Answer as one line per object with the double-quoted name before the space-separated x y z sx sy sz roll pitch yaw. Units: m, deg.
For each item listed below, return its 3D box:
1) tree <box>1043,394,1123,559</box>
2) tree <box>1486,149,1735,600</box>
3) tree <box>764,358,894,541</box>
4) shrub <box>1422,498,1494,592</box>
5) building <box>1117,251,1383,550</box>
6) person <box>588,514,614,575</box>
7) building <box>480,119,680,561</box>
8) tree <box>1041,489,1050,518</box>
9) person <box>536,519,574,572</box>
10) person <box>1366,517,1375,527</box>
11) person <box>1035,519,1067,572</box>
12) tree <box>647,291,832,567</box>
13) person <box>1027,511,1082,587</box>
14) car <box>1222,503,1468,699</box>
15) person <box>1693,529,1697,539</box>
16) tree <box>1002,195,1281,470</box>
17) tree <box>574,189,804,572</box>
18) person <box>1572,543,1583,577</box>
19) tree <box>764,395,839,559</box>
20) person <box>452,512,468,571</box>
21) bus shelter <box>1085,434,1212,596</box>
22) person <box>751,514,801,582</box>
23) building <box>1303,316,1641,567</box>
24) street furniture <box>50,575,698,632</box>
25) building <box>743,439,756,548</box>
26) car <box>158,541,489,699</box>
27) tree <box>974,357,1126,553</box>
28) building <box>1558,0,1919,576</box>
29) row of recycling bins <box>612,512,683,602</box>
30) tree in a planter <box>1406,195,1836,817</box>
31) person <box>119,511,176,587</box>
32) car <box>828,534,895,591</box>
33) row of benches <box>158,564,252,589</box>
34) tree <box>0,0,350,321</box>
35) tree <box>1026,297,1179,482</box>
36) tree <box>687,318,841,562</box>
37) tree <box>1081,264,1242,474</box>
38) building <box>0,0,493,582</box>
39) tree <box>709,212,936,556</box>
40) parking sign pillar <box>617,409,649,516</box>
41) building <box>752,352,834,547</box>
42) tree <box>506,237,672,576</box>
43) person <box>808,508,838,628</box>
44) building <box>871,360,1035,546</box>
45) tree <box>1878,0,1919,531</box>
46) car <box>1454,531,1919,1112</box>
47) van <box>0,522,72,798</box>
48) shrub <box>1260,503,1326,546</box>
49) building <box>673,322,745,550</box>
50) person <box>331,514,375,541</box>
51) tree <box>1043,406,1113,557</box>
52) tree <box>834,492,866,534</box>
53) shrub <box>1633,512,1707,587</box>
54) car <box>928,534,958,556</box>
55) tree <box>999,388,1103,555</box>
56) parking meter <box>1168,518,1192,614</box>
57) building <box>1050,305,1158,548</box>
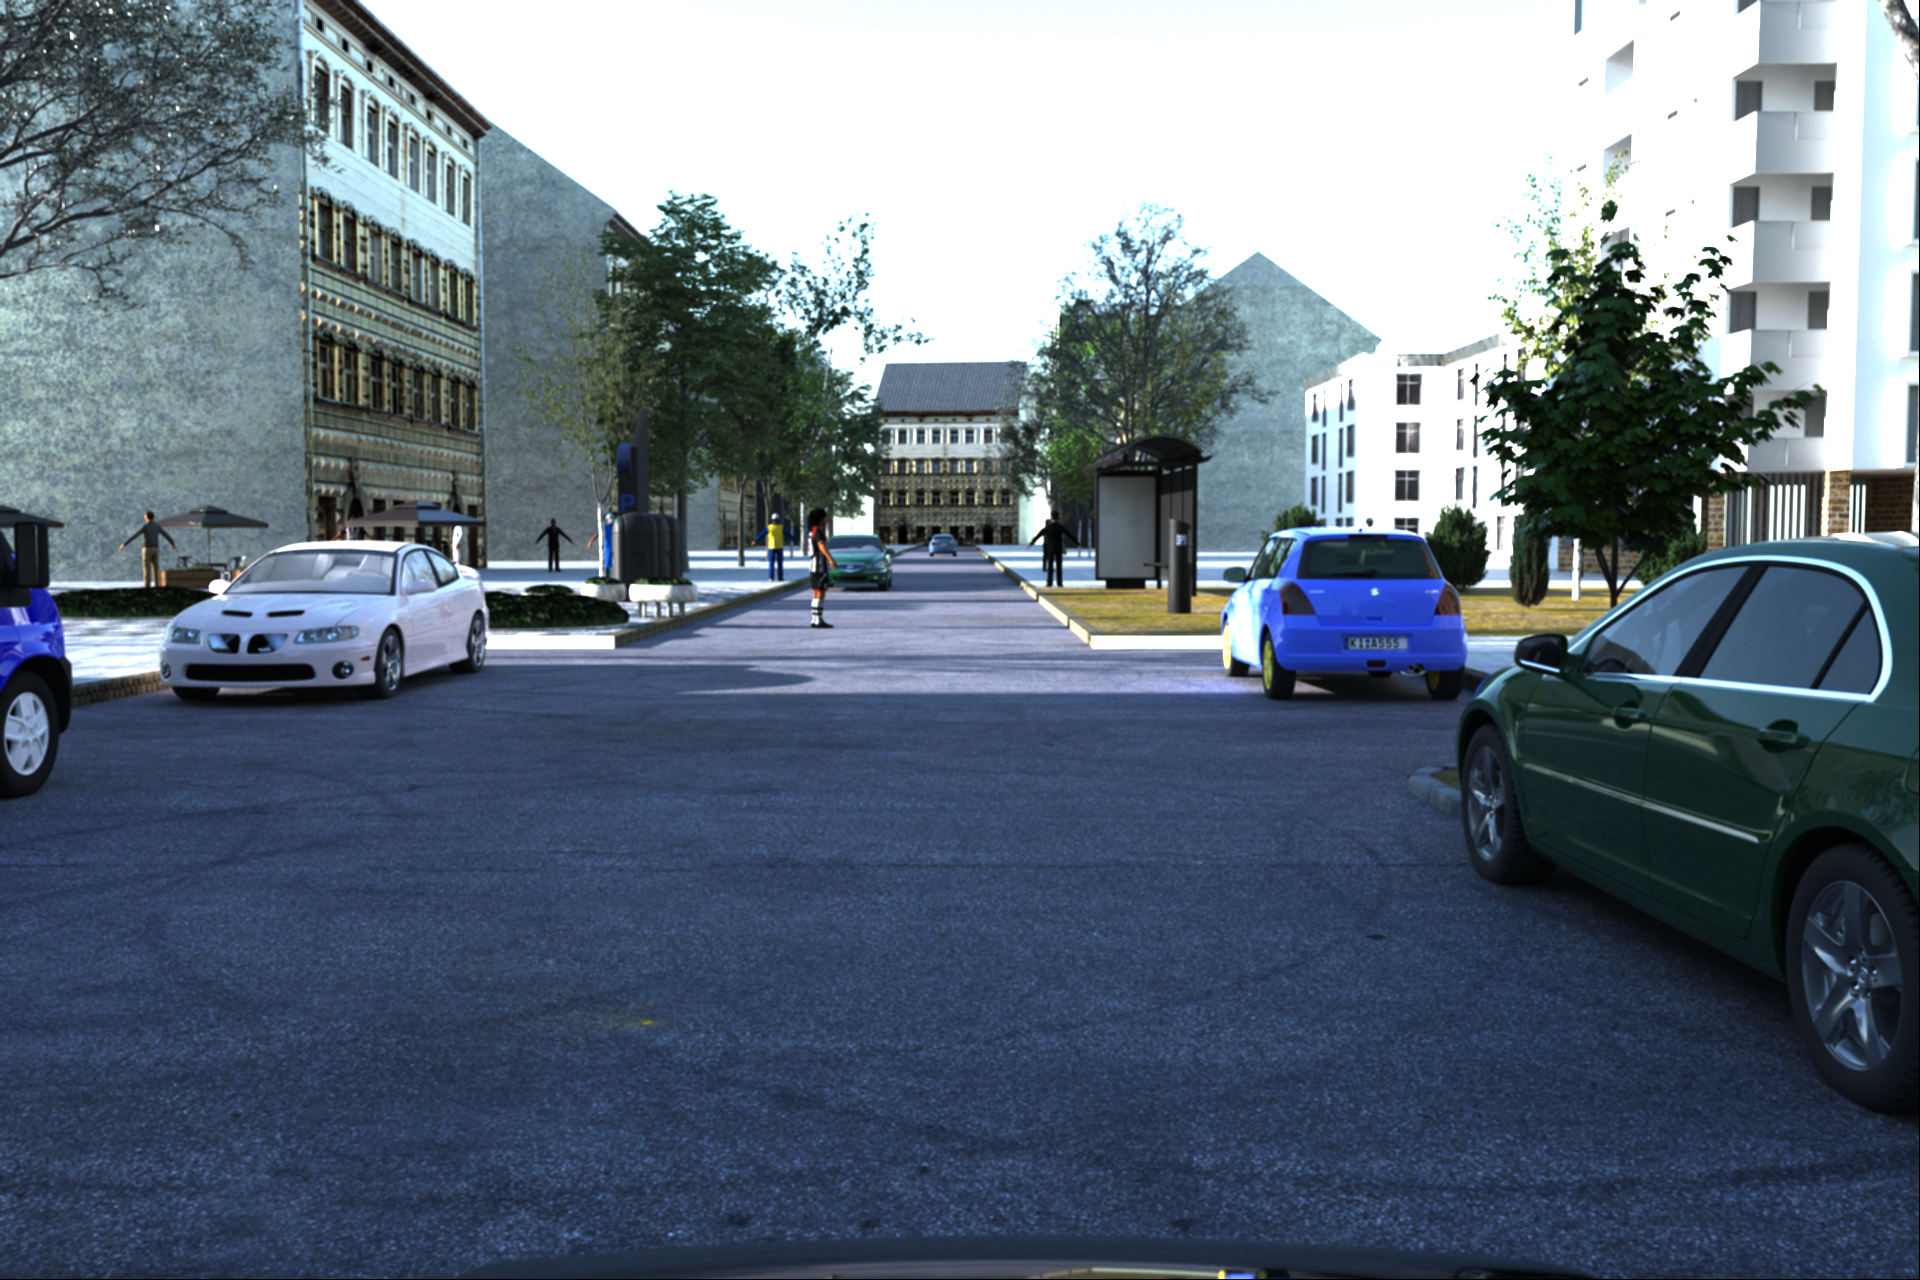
"tree" 6.600 -8.536 89.932 4.737 8.622 4.395 0 3 0
"tree" 12.243 -5.083 33.476 4.737 8.622 4.395 0 3 0
"tree" -9.398 -13.264 123.524 9.857 13.997 8.962 0 3 0
"shrub" 10.960 -2.105 38.453 1.661 2.075 1.752 0 3 0
"building" 23.154 -19.139 143.846 19.493 23.208 18.063 0 4 0
"person" -9.199 -2.421 45.713 1.347 1.817 0.704 -2 4 -33
"building" -25.707 -15.854 90.140 19.493 23.208 18.063 0 4 0
"tree" 12.607 -16.127 214.040 4.360 8.622 3.978 0 3 0
"person" -13.846 -3.233 59.080 1.346 1.802 0.704 -2 4 -32
"person" 11.949 -2.675 50.194 1.216 1.772 0.721 -3 5 -42
"person" 3.028 -3.253 59.313 1.348 1.813 0.705 2 4 34
"tree" -8.805 -8.147 67.614 8.767 10.594 7.601 2 4 29
"person" 2.303 -2.209 42.056 1.347 1.837 0.705 0 4 0
"car" 3.504 -0.412 16.326 1.945 1.707 3.694 0 4 0
"person" 17.480 -2.168 41.632 0.705 1.806 1.347 0 4 6
"tree" 6.401 -9.315 62.669 12.009 13.543 11.850 0 3 0
"tree" -9.005 -8.514 57.331 7.486 12.596 7.792 0 3 0
"person" 18.409 -2.800 51.560 0.705 1.856 1.354 2 4 24
"tree" -8.400 -8.463 88.726 4.737 8.622 4.395 0 3 0
"person" -11.942 -2.144 41.239 0.705 1.806 1.347 -1 4 -20
"bus shelter" 4.024 -2.693 37.950 2.014 3.302 5.546 0 4 -2
"person" -4.981 -2.501 46.863 1.349 1.833 0.705 0 4 -5
"building" 23.226 -8.473 80.687 9.099 9.664 28.070 0 4 0
"street furniture" -8.895 -0.667 26.538 10.072 0.657 5.734 2 4 27
"building" -29.503 -20.277 162.465 19.493 23.208 18.063 0 4 0
"car" -5.880 -0.256 16.540 2.083 1.381 4.827 0 4 0
"tree" 6.315 -12.774 119.219 12.009 13.543 11.850 0 3 0
"building" 25.468 -12.267 56.988 16.016 20.090 11.380 0 3 0
"row of recycling bins" -6.099 -1.655 34.165 1.069 1.692 3.534 0 4 1
"tree in a planter" 3.488 -0.732 9.193 1.991 3.239 1.994 0 4 -1
"person" -18.180 -1.994 38.872 0.705 1.796 1.348 2 4 33
"car" -2.726 -2.032 45.026 2.131 1.459 4.920 0 4 0
"row of benches" -14.467 -1.268 36.195 4.104 0.672 1.422 -3 4 -36
"tree" -12.265 -6.676 19.516 12.009 13.543 11.850 0 3 0
"tree" 6.778 -9.169 75.665 9.928 11.665 9.643 0 3 0
"tree" -9.031 -9.511 81.253 9.928 11.665 9.643 0 3 0
"tree" 5.997 -5.911 47.011 4.360 8.622 3.978 0 3 0
"building" -26.845 -13.701 54.940 19.493 23.208 18.063 0 4 -1
"tree" -7.808 -14.994 101.045 12.611 20.169 13.585 0 3 0
"parking sign pillar" -6.931 -2.954 36.775 1.447 3.967 1.447 0 4 1
"building" -28.938 -21.313 192.447 27.936 21.610 32.646 0 4 -1
"tree" -8.885 -5.688 43.361 4.360 8.622 3.978 0 3 0
"person" -2.119 -1.091 26.437 0.704 1.843 1.345 -1 4 -17
"building" -0.468 -23.610 219.406 18.063 23.208 19.493 1 4 8
"tree" 8.125 -9.847 16.888 12.611 20.169 13.585 0 3 0
"car" 3.104 0.370 5.742 2.131 1.459 4.920 0 4 -1
"van" -6.008 -0.202 7.684 2.240 2.365 5.245 0 4 0
"shrub" 8.073 -2.291 41.503 1.661 2.075 1.752 0 3 0
"building" -28.259 -19.155 144.114 19.493 23.208 18.063 0 4 -1
"person" -16.282 -2.468 46.489 1.345 1.843 0.704 0 4 -7
"tree" 6.651 -8.944 96.603 4.737 8.622 4.395 0 3 0
"tree" -13.016 -16.067 213.063 4.360 8.622 3.978 0 3 0
"shrub" 15.593 -2.057 38.052 1.690 2.028 1.600 0 3 0
"car" -1.090 -6.123 112.116 2.014 1.417 4.499 0 4 0
"tree" 6.096 -10.515 106.325 7.601 10.594 8.767 1 4 17
"parking meter" 3.557 -1.200 28.035 0.372 1.533 0.369 0 3 0
"building" 22.666 -19.999 170.960 27.936 21.610 32.646 0 4 0
